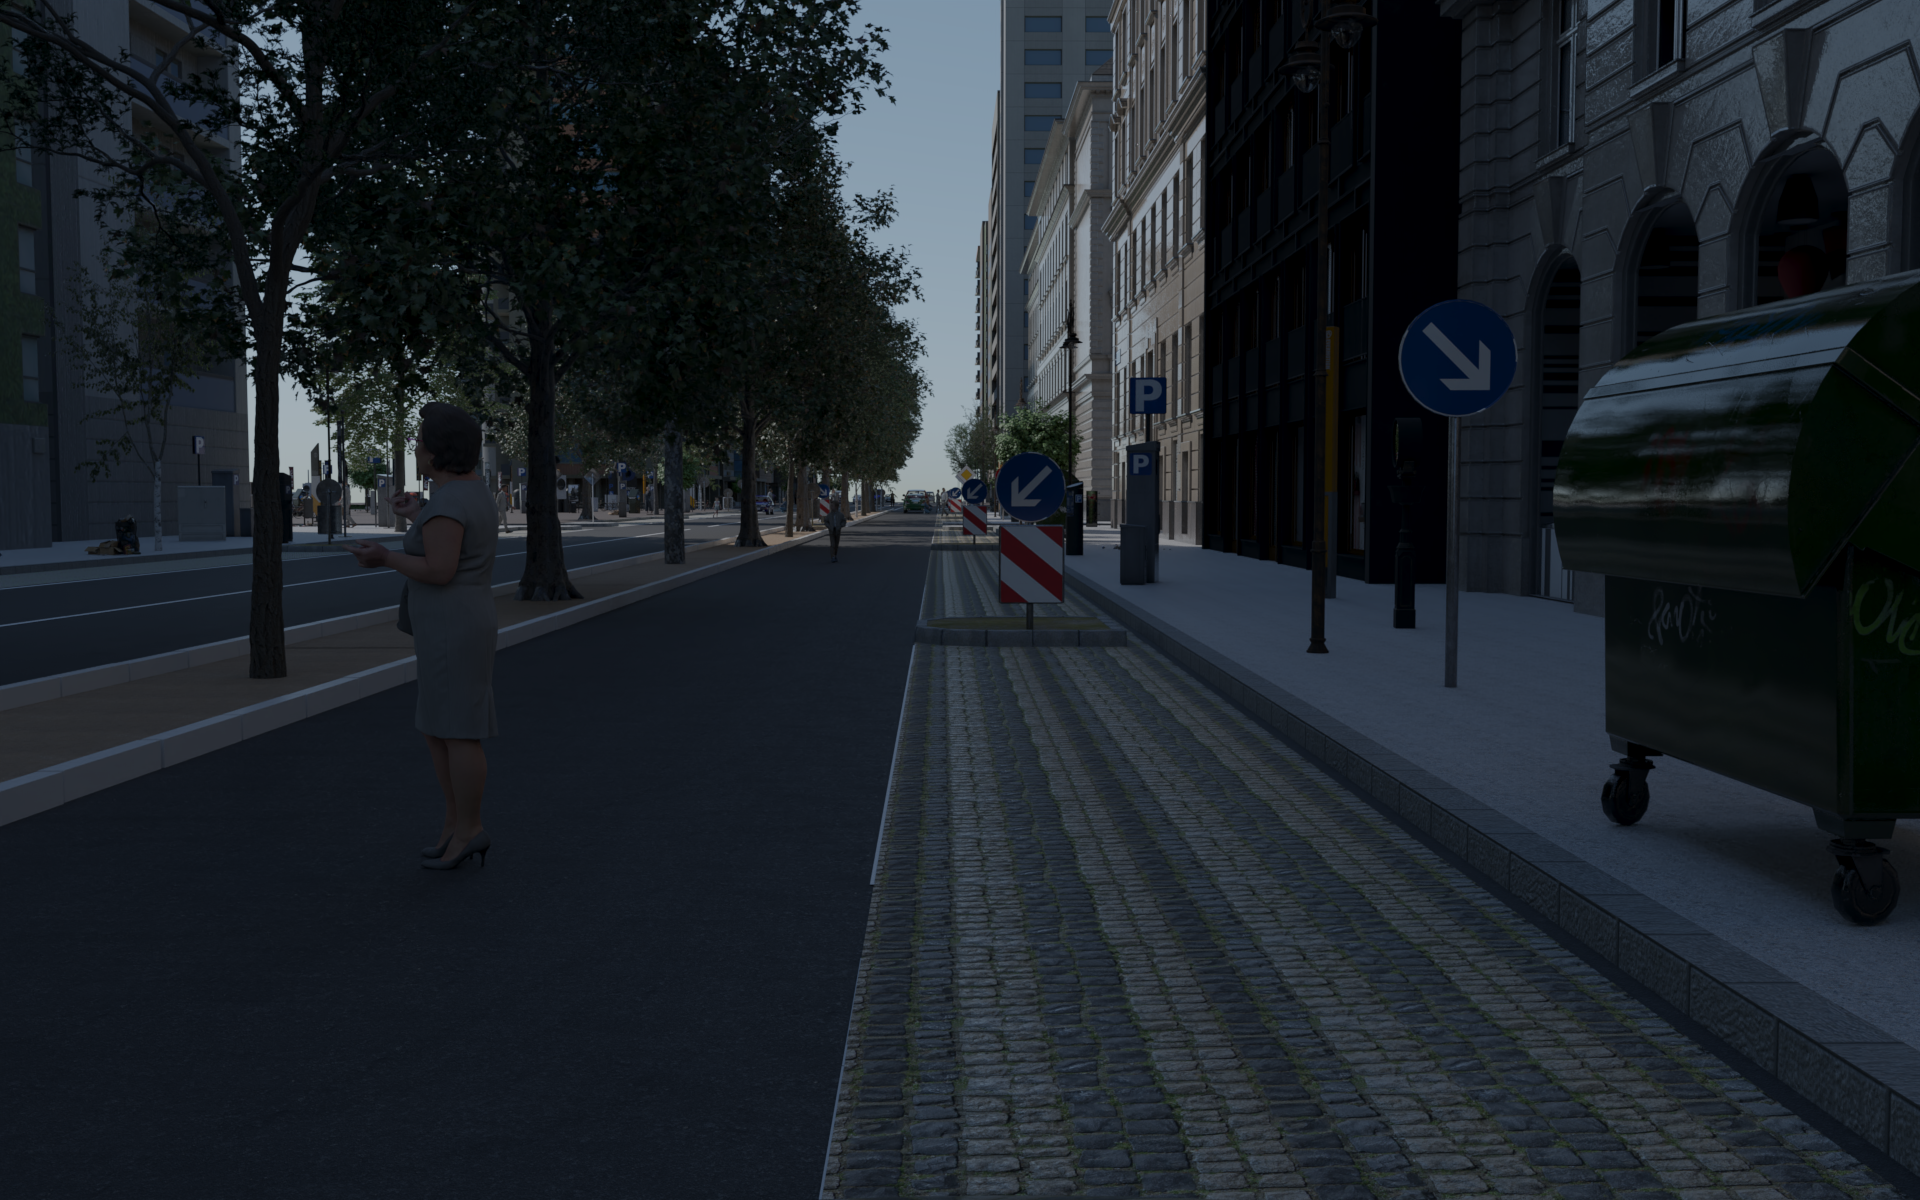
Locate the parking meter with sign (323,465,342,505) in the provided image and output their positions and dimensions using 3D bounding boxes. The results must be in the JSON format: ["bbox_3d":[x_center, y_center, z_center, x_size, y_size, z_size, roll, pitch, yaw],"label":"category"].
[{"bbox_3d":[-37.618,-6.589,103.991,0.543,3.016,1.738,0,4,2],"label":"parking meter with sign"}]

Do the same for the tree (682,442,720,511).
[{"bbox_3d":[-20.092,-11.224,133.877,4.737,8.622,4.395,0,3,0],"label":"tree"}]

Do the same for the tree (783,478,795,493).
[{"bbox_3d":[-20.532,-13.027,207.589,1.663,3.219,1.824,0,3,0],"label":"tree"}]

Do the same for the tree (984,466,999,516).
[{"bbox_3d":[2.777,-6.603,102.565,1.663,3.219,1.824,0,3,0],"label":"tree"}]

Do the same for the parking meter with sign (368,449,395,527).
[{"bbox_3d":[-22.339,-4.362,67.572,0.543,3.016,1.738,1,4,14],"label":"parking meter with sign"}]

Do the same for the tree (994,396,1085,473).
[{"bbox_3d":[2.600,-4.536,57.874,4.285,4.588,4.351,0,3,0],"label":"tree"}]

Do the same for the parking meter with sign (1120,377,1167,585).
[{"bbox_3d":[2.631,-1.765,25.119,0.543,3.016,1.738,1,4,12],"label":"parking meter with sign"}]

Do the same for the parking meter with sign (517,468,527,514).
[{"bbox_3d":[-28.799,-7.211,114.167,0.543,3.016,1.738,-1,4,-20],"label":"parking meter with sign"}]

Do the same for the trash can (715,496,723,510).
[{"bbox_3d":[-18.997,-7.641,136.576,0.748,1.137,0.748,0,3,0],"label":"trash can"}]

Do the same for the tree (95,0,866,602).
[{"bbox_3d":[-5.622,-6.331,22.976,9.611,12.733,9.660,0,3,0],"label":"tree"}]

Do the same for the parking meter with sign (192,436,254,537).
[{"bbox_3d":[-21.998,-3.402,51.889,1.738,3.016,0.543,0,4,6],"label":"parking meter with sign"}]

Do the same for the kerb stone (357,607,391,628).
[{"bbox_3d":[-6.428,0.210,18.797,0.120,0.150,1.000,0,4,-1],"label":"kerb stone"}]

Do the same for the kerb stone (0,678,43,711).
[{"bbox_3d":[-6.349,0.647,11.619,0.120,0.150,1.000,0,4,-1],"label":"kerb stone"}]

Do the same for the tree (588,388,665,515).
[{"bbox_3d":[-18.820,-11.995,106.484,12.009,13.543,11.850,0,3,0],"label":"tree"}]

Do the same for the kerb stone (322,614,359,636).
[{"bbox_3d":[-6.418,0.271,17.760,0.120,0.150,1.000,0,4,-1],"label":"kerb stone"}]

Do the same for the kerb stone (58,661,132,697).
[{"bbox_3d":[-6.361,0.585,12.643,0.120,0.150,1.000,0,4,-1],"label":"kerb stone"}]

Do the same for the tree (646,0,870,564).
[{"bbox_3d":[-4.605,-10.740,33.950,12.611,20.169,13.585,0,3,0],"label":"tree"}]

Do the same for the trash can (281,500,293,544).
[{"bbox_3d":[-17.672,-2.035,44.924,0.748,1.137,0.748,0,3,0],"label":"trash can"}]

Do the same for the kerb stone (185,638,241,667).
[{"bbox_3d":[-6.380,0.459,14.690,0.120,0.150,1.000,0,4,-1],"label":"kerb stone"}]

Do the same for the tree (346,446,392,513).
[{"bbox_3d":[-40.488,-8.229,118.254,4.285,4.588,4.351,0,3,0],"label":"tree"}]

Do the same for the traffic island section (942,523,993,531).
[{"bbox_3d":[0.304,-2.864,69.103,2.009,0.180,2.903,0,4,-1],"label":"traffic island section"}]

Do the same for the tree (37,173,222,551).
[{"bbox_3d":[-18.240,-5.420,38.981,4.360,8.622,3.978,0,3,0],"label":"tree"}]

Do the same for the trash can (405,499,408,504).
[{"bbox_3d":[-44.411,-7.760,138.525,0.748,1.137,0.748,0,3,0],"label":"trash can"}]

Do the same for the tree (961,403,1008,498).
[{"bbox_3d":[2.685,-11.400,136.745,4.737,8.622,4.395,0,3,0],"label":"tree"}]

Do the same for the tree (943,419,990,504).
[{"bbox_3d":[1.290,-18.924,235.158,9.928,11.665,9.643,0,3,0],"label":"tree"}]

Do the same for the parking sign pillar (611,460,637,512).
[{"bbox_3d":[-23.550,-8.206,122.640,1.447,3.967,1.447,-3,4,-37],"label":"parking sign pillar"}]

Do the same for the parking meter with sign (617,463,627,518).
[{"bbox_3d":[-18.598,-6.060,95.349,0.543,3.016,1.738,-1,4,-11],"label":"parking meter with sign"}]

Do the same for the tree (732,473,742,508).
[{"bbox_3d":[-20.178,-10.074,159.316,1.663,3.219,1.824,0,3,0],"label":"tree"}]

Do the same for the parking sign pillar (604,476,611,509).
[{"bbox_3d":[-29.155,-9.597,145.385,1.447,3.967,1.447,0,3,0],"label":"parking sign pillar"}]

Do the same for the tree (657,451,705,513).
[{"bbox_3d":[-19.318,-8.303,119.474,4.285,4.588,4.351,0,3,0],"label":"tree"}]

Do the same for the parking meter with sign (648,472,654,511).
[{"bbox_3d":[-23.374,-8.249,131.125,0.543,3.016,1.738,-1,4,-17],"label":"parking meter with sign"}]

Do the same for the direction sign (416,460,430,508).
[{"bbox_3d":[-31.580,-6.722,101.897,0.876,3.537,0.379,1,4,12],"label":"direction sign"}]

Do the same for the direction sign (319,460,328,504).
[{"bbox_3d":[-42.382,-7.544,115.341,0.876,3.537,0.379,-3,4,-37],"label":"direction sign"}]

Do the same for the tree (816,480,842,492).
[{"bbox_3d":[-21.469,-18.039,278.652,4.285,4.588,4.351,0,3,0],"label":"tree"}]

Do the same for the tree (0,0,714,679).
[{"bbox_3d":[-5.401,-4.644,12.800,8.767,10.594,7.601,0,4,-1],"label":"tree"}]

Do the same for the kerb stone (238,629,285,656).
[{"bbox_3d":[-6.397,0.396,15.715,0.120,0.150,1.000,0,4,-1],"label":"kerb stone"}]

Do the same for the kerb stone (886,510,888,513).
[{"bbox_3d":[-5.528,-6.345,125.942,0.120,0.150,1.000,0,4,-1],"label":"kerb stone"}]

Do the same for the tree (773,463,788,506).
[{"bbox_3d":[-19.394,-14.566,188.510,4.737,8.622,4.395,0,3,0],"label":"tree"}]

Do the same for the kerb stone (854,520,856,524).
[{"bbox_3d":[-5.004,-3.523,79.789,0.120,0.150,1.000,0,4,-1],"label":"kerb stone"}]

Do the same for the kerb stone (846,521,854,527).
[{"bbox_3d":[-5.000,-3.460,78.767,0.120,0.150,1.000,0,4,-1],"label":"kerb stone"}]

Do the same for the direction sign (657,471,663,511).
[{"bbox_3d":[-23.310,-8.735,134.817,0.876,3.537,0.379,2,4,26],"label":"direction sign"}]

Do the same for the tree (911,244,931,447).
[{"bbox_3d":[-5.712,-7.772,46.539,9.611,12.733,9.660,0,3,0],"label":"tree"}]

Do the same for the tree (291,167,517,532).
[{"bbox_3d":[-18.617,-8.561,58.100,7.486,12.596,7.792,0,3,0],"label":"tree"}]

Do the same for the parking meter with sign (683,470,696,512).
[{"bbox_3d":[-19.511,-7.753,123.029,1.738,3.016,0.543,3,5,45],"label":"parking meter with sign"}]

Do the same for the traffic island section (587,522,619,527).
[{"bbox_3d":[-16.326,-3.341,76.909,2.009,0.180,2.903,0,4,-1],"label":"traffic island section"}]

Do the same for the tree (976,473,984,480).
[{"bbox_3d":[2.000,-8.964,141.158,1.663,3.219,1.824,0,3,0],"label":"tree"}]

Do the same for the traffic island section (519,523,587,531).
[{"bbox_3d":[-16.237,-2.853,68.924,2.009,0.180,2.903,0,4,-1],"label":"traffic island section"}]

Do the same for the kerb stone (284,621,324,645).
[{"bbox_3d":[-6.412,0.336,16.738,0.120,0.150,1.000,0,4,-1],"label":"kerb stone"}]

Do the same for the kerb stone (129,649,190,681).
[{"bbox_3d":[-6.371,0.526,13.665,0.120,0.150,1.000,0,4,-1],"label":"kerb stone"}]

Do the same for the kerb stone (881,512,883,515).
[{"bbox_3d":[-5.407,-5.711,115.677,0.120,0.150,1.000,0,4,-1],"label":"kerb stone"}]

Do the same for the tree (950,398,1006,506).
[{"bbox_3d":[1.826,-11.116,132.116,4.360,8.622,3.978,0,3,0],"label":"tree"}]

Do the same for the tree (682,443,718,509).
[{"bbox_3d":[-22.222,-12.068,147.669,4.360,8.622,3.978,0,3,0],"label":"tree"}]

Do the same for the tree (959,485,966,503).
[{"bbox_3d":[0.785,-16.228,259.931,1.663,3.219,1.824,0,3,0],"label":"tree"}]

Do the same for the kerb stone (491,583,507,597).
[{"bbox_3d":[-6.480,-0.103,23.918,0.120,0.150,1.000,0,4,-1],"label":"kerb stone"}]

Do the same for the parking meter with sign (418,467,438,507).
[{"bbox_3d":[-27.466,-5.780,90.760,1.738,3.016,0.543,-1,4,-16],"label":"parking meter with sign"}]

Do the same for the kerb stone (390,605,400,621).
[{"bbox_3d":[-6.441,0.146,19.819,0.120,0.150,1.000,0,4,-1],"label":"kerb stone"}]
